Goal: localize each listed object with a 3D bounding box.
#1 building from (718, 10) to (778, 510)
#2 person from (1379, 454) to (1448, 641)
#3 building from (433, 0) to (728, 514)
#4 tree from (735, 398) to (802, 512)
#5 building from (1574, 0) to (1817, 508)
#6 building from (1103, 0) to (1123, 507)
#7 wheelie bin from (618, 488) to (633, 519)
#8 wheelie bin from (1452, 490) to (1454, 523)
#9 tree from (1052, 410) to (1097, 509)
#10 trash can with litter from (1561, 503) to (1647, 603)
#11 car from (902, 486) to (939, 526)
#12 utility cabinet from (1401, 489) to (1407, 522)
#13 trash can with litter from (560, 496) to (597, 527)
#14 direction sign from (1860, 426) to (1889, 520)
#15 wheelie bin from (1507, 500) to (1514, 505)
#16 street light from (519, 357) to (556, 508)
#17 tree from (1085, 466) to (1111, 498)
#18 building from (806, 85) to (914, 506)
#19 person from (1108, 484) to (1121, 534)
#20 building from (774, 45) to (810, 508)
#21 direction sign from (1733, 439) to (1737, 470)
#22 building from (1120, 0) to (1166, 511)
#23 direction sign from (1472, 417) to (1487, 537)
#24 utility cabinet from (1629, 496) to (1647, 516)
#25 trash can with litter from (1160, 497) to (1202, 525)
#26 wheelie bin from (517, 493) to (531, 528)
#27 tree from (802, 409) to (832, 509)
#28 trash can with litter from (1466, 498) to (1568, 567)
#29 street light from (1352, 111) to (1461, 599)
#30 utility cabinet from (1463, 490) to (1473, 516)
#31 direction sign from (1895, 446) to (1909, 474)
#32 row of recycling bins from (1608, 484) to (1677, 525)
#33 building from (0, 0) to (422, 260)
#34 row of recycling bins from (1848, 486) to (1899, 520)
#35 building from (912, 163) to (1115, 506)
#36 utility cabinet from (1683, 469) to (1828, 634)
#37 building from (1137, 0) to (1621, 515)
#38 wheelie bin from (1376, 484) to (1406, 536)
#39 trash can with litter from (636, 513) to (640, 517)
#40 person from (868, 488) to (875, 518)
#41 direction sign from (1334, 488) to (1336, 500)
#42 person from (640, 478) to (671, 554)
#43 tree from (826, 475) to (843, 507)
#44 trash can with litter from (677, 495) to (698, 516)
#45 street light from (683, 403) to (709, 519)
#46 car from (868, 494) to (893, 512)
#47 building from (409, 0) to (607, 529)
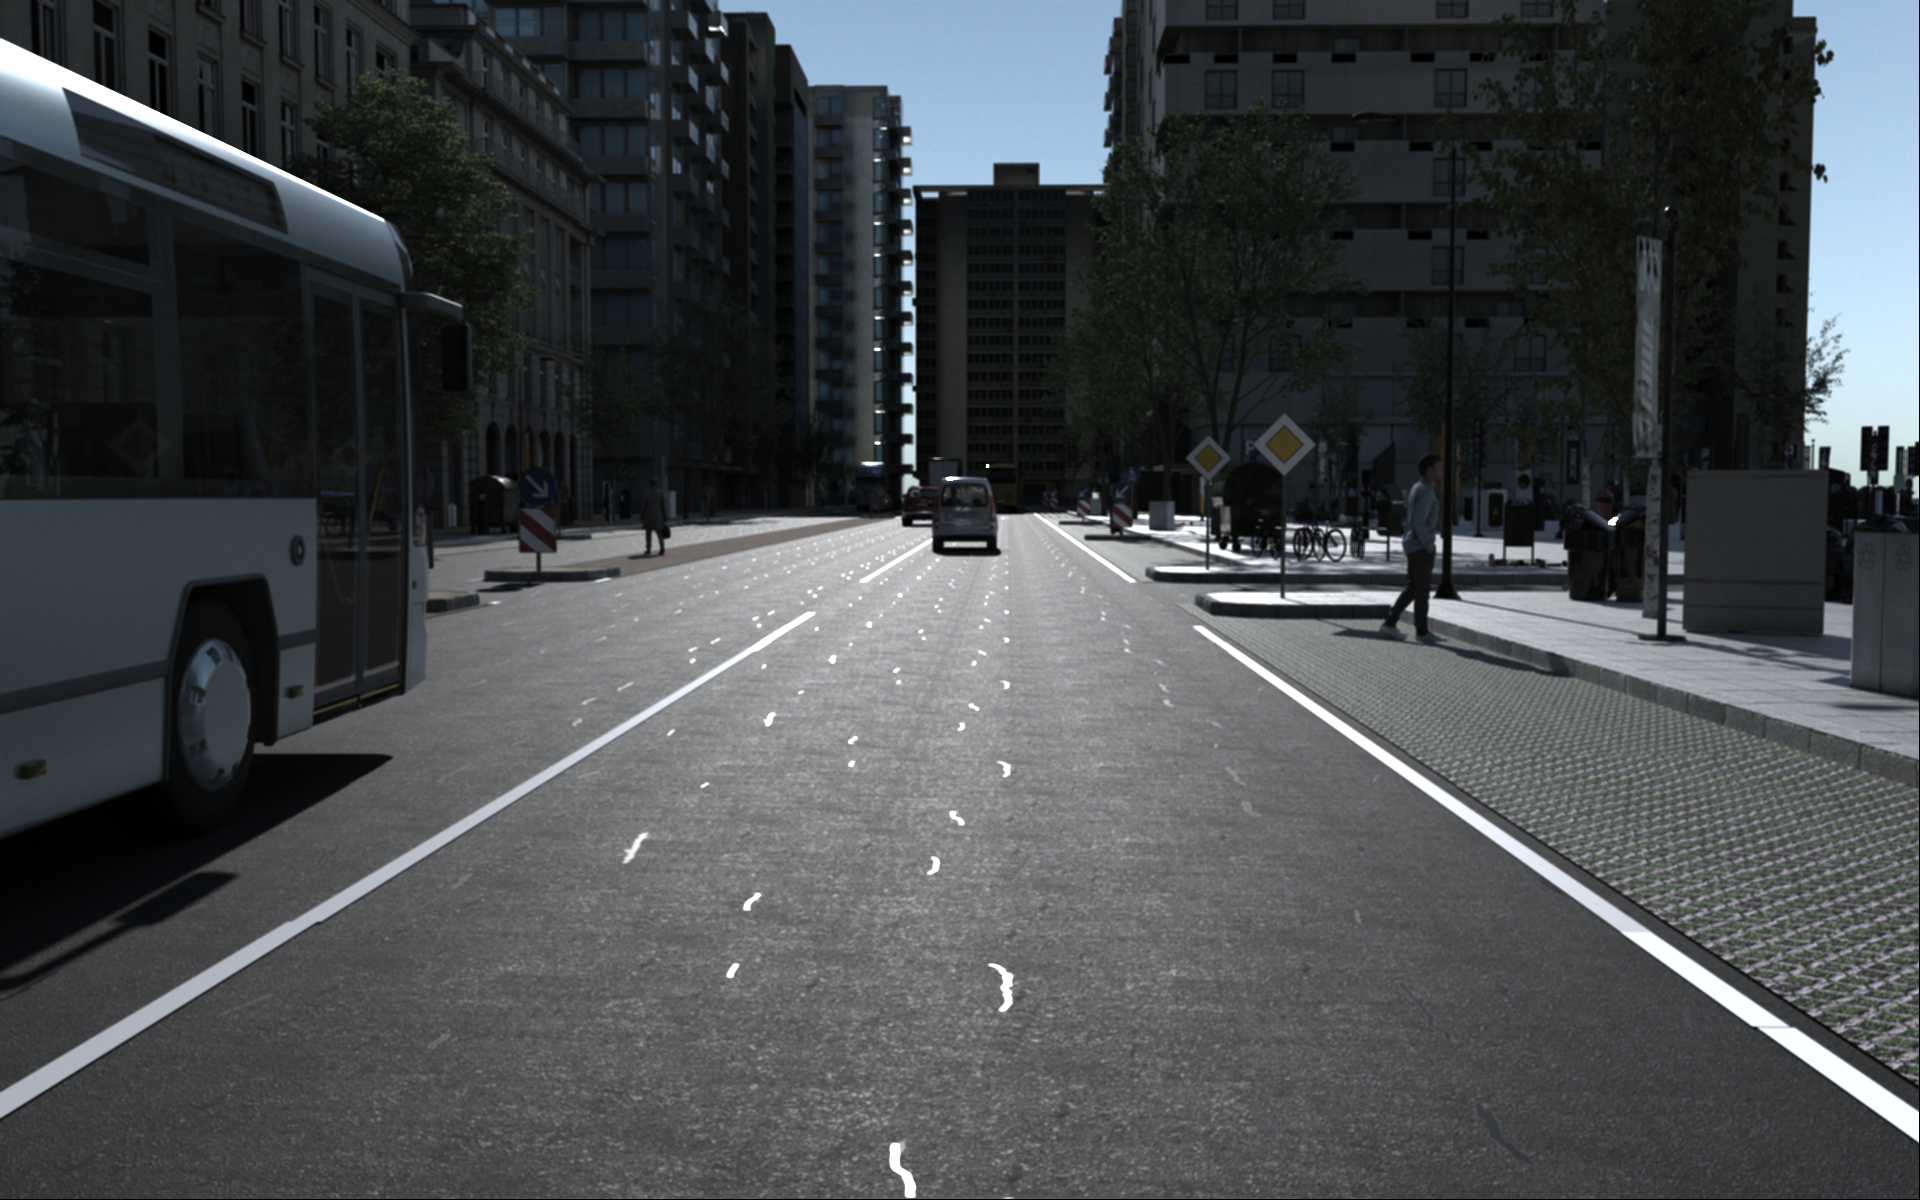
[{"bbox_3d":[-23.038,-28.096,142.965,14.154,41.232,14.086,0,4,2],"label":"building"},{"bbox_3d":[4.426,-0.511,16.873,0.620,1.820,0.660,0,4,2],"label":"person"},{"bbox_3d":[-28.436,-30.644,120.635,23.786,49.044,30.456,0,4,2],"label":"building"},{"bbox_3d":[-14.110,-10.687,125.087,4.360,8.622,3.978,0,3,0],"label":"tree"},{"bbox_3d":[68.200,-33.095,164.806,21.600,48.544,21.300,0,4,2],"label":"building"},{"bbox_3d":[24.810,-33.087,160.585,23.786,49.044,30.456,0,4,2],"label":"building"},{"bbox_3d":[-17.145,-4.952,88.881,0.693,1.594,0.980,0,4,-2],"label":"wheelie bin"},{"bbox_3d":[21.645,-4.197,76.529,0.693,1.594,0.980,1,4,13],"label":"wheelie bin"},{"bbox_3d":[9.904,-12.313,151.673,4.737,8.622,4.395,0,3,0],"label":"tree"},{"bbox_3d":[7.831,-0.580,20.862,1.055,1.170,0.624,3,5,39],"label":"trash can with litter"},{"bbox_3d":[-1.583,-4.377,80.241,2.281,1.827,5.304,0,4,2],"label":"car"},{"bbox_3d":[19.913,-4.304,79.050,0.318,1.500,1.173,-1,4,-20],"label":"utility cabinet"},{"bbox_3d":[-15.415,-3.537,68.891,1.678,1.210,2.233,-1,4,-20],"label":"trash can with litter"},{"bbox_3d":[30.521,-4.028,57.852,0.379,3.537,0.876,-3,4,-39],"label":"direction sign"},{"bbox_3d":[27.474,-4.832,86.911,0.693,1.594,0.980,2,4,24],"label":"wheelie bin"},{"bbox_3d":[-14.385,-5.279,58.845,1.470,5.913,1.316,0,4,2],"label":"street light"},{"bbox_3d":[10.072,-7.912,123.957,1.663,3.219,1.824,0,3,0],"label":"tree"},{"bbox_3d":[-20.701,-35.677,202.927,30.456,49.044,23.786,0,4,2],"label":"building"},{"bbox_3d":[5.199,-3.006,58.063,0.534,1.772,0.576,0,4,-8],"label":"person"},{"bbox_3d":[-22.790,-31.853,170.915,14.200,45.320,14.600,0,4,2],"label":"building"},{"bbox_3d":[32.277,-4.905,72.197,0.379,3.537,0.876,1,4,19],"label":"direction sign"},{"bbox_3d":[19.839,-27.836,138.721,14.154,41.232,14.086,0,4,2],"label":"building"},{"bbox_3d":[15.444,-3.638,51.483,0.379,3.537,0.876,3,5,41],"label":"direction sign"},{"bbox_3d":[23.218,-2.942,59.266,0.306,1.237,1.020,0,4,-1],"label":"utility cabinet"},{"bbox_3d":[8.875,-3.674,71.135,2.233,1.210,1.678,0,4,-3],"label":"trash can with litter"},{"bbox_3d":[-16.654,-3.549,65.942,0.693,1.594,0.980,0,4,-7],"label":"wheelie bin"},{"bbox_3d":[-13.104,-12.103,148.254,4.360,8.622,3.978,0,3,0],"label":"tree"},{"bbox_3d":[10.257,-1.198,30.650,2.233,1.210,1.678,2,4,34],"label":"trash can with litter"},{"bbox_3d":[5.457,-2.976,21.193,1.470,5.913,1.316,0,4,2],"label":"street light"},{"bbox_3d":[29.855,-5.649,101.040,0.318,1.500,1.173,-1,4,-21],"label":"utility cabinet"},{"bbox_3d":[44.916,-5.526,82.339,0.876,3.537,0.379,0,4,3],"label":"direction sign"},{"bbox_3d":[29.123,-4.100,74.145,1.069,1.692,3.534,-2,4,-24],"label":"row of recycling bins"},{"bbox_3d":[-26.929,-13.083,47.183,16.112,22.955,30.059,0,4,2],"label":"building"},{"bbox_3d":[48.098,-5.225,92.544,3.534,1.692,1.069,1,4,17],"label":"row of recycling bins"},{"bbox_3d":[6.609,-31.445,205.999,23.993,40.220,32.217,0,4,2],"label":"building"},{"bbox_3d":[7.323,-0.445,15.960,1.173,1.500,0.318,2,4,27],"label":"utility cabinet"},{"bbox_3d":[26.314,-32.292,117.217,28.713,52.752,27.495,0,4,2],"label":"building"},{"bbox_3d":[13.223,-2.779,53.351,0.980,1.594,0.693,-2,4,-30],"label":"wheelie bin"},{"bbox_3d":[-17.166,-5.150,95.253,1.678,1.210,2.233,-3,5,-42],"label":"trash can with litter"},{"bbox_3d":[-5.150,-5.713,102.175,0.573,1.790,0.520,-3,4,-38],"label":"person"},{"bbox_3d":[20.081,-6.160,92.720,0.379,3.537,0.876,0,4,4],"label":"direction sign"},{"bbox_3d":[-7.262,-1.988,41.110,0.694,1.812,0.767,-2,4,-27],"label":"person"},{"bbox_3d":[-12.822,-11.264,178.769,1.663,3.219,1.824,0,3,0],"label":"tree"},{"bbox_3d":[-16.353,-5.651,103.458,1.678,1.210,2.233,-1,4,-9],"label":"trash can with litter"},{"bbox_3d":[-13.493,-7.088,88.426,1.470,5.913,1.316,0,4,2],"label":"street light"},{"bbox_3d":[-6.470,-8.066,142.107,2.015,1.641,3.980,0,4,3],"label":"car"},{"bbox_3d":[-24.499,-14.237,74.576,13.314,21.916,24.055,0,4,2],"label":"building"}]
